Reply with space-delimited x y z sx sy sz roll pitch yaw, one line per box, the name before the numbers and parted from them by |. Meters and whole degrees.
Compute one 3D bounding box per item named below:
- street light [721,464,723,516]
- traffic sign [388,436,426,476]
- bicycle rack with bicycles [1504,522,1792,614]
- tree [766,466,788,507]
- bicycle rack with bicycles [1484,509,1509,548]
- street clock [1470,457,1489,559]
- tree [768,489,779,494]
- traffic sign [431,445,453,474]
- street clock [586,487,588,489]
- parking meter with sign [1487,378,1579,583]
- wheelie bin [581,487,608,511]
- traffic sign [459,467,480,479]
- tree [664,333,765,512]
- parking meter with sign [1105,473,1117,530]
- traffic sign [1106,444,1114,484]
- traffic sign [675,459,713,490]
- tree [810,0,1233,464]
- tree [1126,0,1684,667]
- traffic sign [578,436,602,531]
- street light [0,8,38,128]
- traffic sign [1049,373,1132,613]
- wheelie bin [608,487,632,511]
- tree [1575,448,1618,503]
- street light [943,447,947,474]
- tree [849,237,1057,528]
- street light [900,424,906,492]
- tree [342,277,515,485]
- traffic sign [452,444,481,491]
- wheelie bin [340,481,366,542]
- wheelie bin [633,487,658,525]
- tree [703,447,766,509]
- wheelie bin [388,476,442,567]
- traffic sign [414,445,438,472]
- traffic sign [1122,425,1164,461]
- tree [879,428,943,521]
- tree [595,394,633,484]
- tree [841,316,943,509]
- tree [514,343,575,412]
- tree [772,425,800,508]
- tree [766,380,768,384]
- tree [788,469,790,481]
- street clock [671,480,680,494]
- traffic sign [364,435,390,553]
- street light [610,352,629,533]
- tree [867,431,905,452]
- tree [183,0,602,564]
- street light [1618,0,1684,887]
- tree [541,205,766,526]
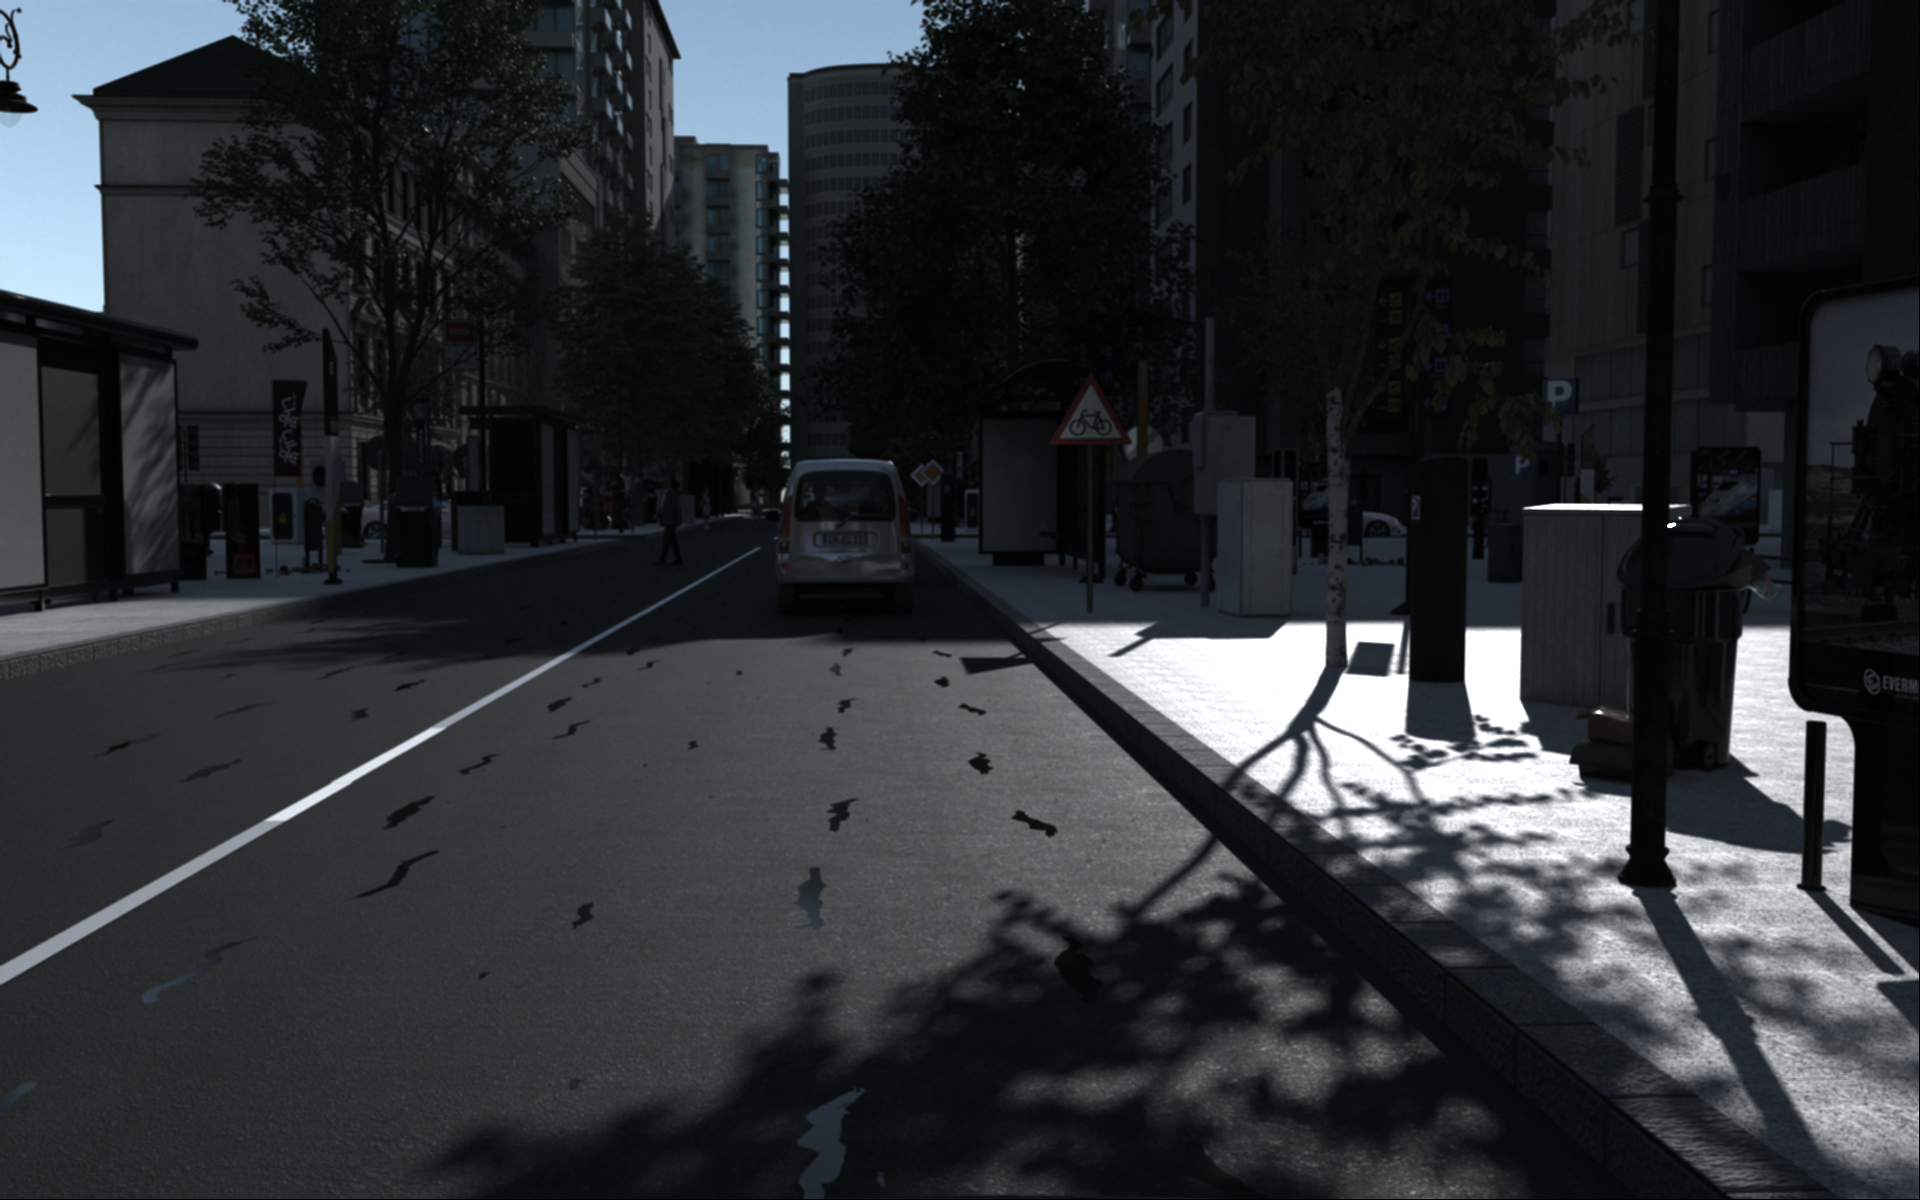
street light | -13.618 -7.718 98.970 0.468 5.910 1.993 0 4 -3
traffic sign | -12.490 -2.389 39.065 0.884 2.594 0.081 0 4 1
bicycle rack with bicycles | 7.787 -0.338 18.907 2.852 0.926 2.925 0 4 3
tree | -17.971 -10.309 152.262 4.285 4.588 4.351 0 3 0
bicycle rack with bicycles | 13.440 -1.702 41.211 2.925 0.926 2.852 -2 4 -29
street clock | 10.240 -1.810 34.158 0.358 2.002 0.471 2 4 28
tree | -19.426 -11.335 179.927 1.663 3.219 1.824 0 3 0
traffic sign | -13.552 -2.744 44.963 0.768 2.556 0.104 0 4 -1
street clock | -20.031 -5.467 93.959 0.471 2.002 0.358 1 4 9
parking meter with sign | 8.445 -1.795 25.603 1.738 3.016 0.543 -3 5 -43
wheelie bin | -14.474 -3.679 68.060 0.693 1.594 0.980 1 4 16
traffic sign | -13.669 -2.823 48.293 0.606 2.300 0.079 0 4 6
tree | -16.244 -12.566 122.455 9.611 12.733 9.660 0 3 0
parking meter with sign | 5.967 -4.016 61.920 1.738 3.016 0.543 -1 4 -16
traffic sign | 2.783 -3.080 44.238 2.265 3.308 0.079 0 4 -2
traffic sign | -15.608 -6.599 101.769 2.265 3.308 0.079 0 4 -3
tree | 1.118 -7.366 37.440 9.611 12.733 9.660 0 3 0
tree | 2.875 -3.795 12.408 4.737 8.622 4.395 0 3 0
traffic sign | -13.612 -4.072 60.458 2.265 3.308 0.079 0 4 5
street light | -8.639 -2.595 15.215 0.468 5.910 1.993 0 4 -3
traffic sign | 1.404 -1.142 18.676 0.884 2.594 0.081 0 4 1
wheelie bin | -18.035 -5.136 91.886 0.693 1.594 0.980 3 5 43
tree | 26.432 -4.716 71.705 1.663 3.219 1.824 0 3 0
street light | -0.403 -4.587 47.791 0.468 5.910 1.993 0 4 -3
tree | -0.159 -8.612 66.569 9.928 11.665 9.643 0 3 0
street light | -2.898 -7.113 89.084 0.468 5.910 1.993 0 4 -3
tree | -18.070 -6.542 57.324 4.737 8.622 4.395 0 3 0
traffic sign | -12.608 -2.701 44.274 0.768 2.556 0.104 0 4 6
wheelie bin | -15.193 -2.129 42.723 0.693 1.594 0.980 3 5 42
wheelie bin | -13.622 -4.140 75.603 0.980 1.594 0.693 3 4 36
tree | -15.748 -7.868 112.350 4.285 4.588 4.351 0 3 0
wheelie bin | -9.557 -1.379 30.459 0.980 1.594 0.693 0 4 -1
traffic sign | -13.816 -2.722 44.607 0.768 2.556 0.104 0 4 5
traffic sign | 3.343 -1.935 31.744 0.768 2.556 0.104 0 4 4
tree | -2.288 -6.098 83.411 4.285 4.588 4.351 0 3 0
tree | -22.483 -9.927 112.674 4.360 8.622 3.978 0 3 0
tree | -3.451 -12.332 108.287 9.857 13.997 8.962 0 3 0
tree | -20.775 -8.133 83.333 4.737 8.622 4.395 0 3 0
tree | -17.391 -13.050 163.735 4.737 8.622 4.395 0 3 0
tree | -12.910 -10.139 83.900 7.486 12.596 7.792 0 3 0
tree | -18.161 -11.424 170.494 4.285 4.588 4.351 0 3 0
street clock | -15.089 -5.338 91.841 0.471 2.002 0.358 -1 4 -10
traffic sign | -12.562 -2.293 37.602 0.768 2.556 0.104 0 4 4
street light | -11.098 -5.125 56.575 0.468 5.910 1.993 0 4 -3
tree | -6.087 -12.340 152.124 4.360 8.622 3.978 0 3 0
tree | -10.437 -6.494 31.934 9.928 11.665 9.643 0 3 0
street light | 2.274 -2.004 5.555 0.468 5.910 1.993 0 4 -3
tree | -13.246 -9.229 69.028 7.486 12.596 7.792 0 3 0
